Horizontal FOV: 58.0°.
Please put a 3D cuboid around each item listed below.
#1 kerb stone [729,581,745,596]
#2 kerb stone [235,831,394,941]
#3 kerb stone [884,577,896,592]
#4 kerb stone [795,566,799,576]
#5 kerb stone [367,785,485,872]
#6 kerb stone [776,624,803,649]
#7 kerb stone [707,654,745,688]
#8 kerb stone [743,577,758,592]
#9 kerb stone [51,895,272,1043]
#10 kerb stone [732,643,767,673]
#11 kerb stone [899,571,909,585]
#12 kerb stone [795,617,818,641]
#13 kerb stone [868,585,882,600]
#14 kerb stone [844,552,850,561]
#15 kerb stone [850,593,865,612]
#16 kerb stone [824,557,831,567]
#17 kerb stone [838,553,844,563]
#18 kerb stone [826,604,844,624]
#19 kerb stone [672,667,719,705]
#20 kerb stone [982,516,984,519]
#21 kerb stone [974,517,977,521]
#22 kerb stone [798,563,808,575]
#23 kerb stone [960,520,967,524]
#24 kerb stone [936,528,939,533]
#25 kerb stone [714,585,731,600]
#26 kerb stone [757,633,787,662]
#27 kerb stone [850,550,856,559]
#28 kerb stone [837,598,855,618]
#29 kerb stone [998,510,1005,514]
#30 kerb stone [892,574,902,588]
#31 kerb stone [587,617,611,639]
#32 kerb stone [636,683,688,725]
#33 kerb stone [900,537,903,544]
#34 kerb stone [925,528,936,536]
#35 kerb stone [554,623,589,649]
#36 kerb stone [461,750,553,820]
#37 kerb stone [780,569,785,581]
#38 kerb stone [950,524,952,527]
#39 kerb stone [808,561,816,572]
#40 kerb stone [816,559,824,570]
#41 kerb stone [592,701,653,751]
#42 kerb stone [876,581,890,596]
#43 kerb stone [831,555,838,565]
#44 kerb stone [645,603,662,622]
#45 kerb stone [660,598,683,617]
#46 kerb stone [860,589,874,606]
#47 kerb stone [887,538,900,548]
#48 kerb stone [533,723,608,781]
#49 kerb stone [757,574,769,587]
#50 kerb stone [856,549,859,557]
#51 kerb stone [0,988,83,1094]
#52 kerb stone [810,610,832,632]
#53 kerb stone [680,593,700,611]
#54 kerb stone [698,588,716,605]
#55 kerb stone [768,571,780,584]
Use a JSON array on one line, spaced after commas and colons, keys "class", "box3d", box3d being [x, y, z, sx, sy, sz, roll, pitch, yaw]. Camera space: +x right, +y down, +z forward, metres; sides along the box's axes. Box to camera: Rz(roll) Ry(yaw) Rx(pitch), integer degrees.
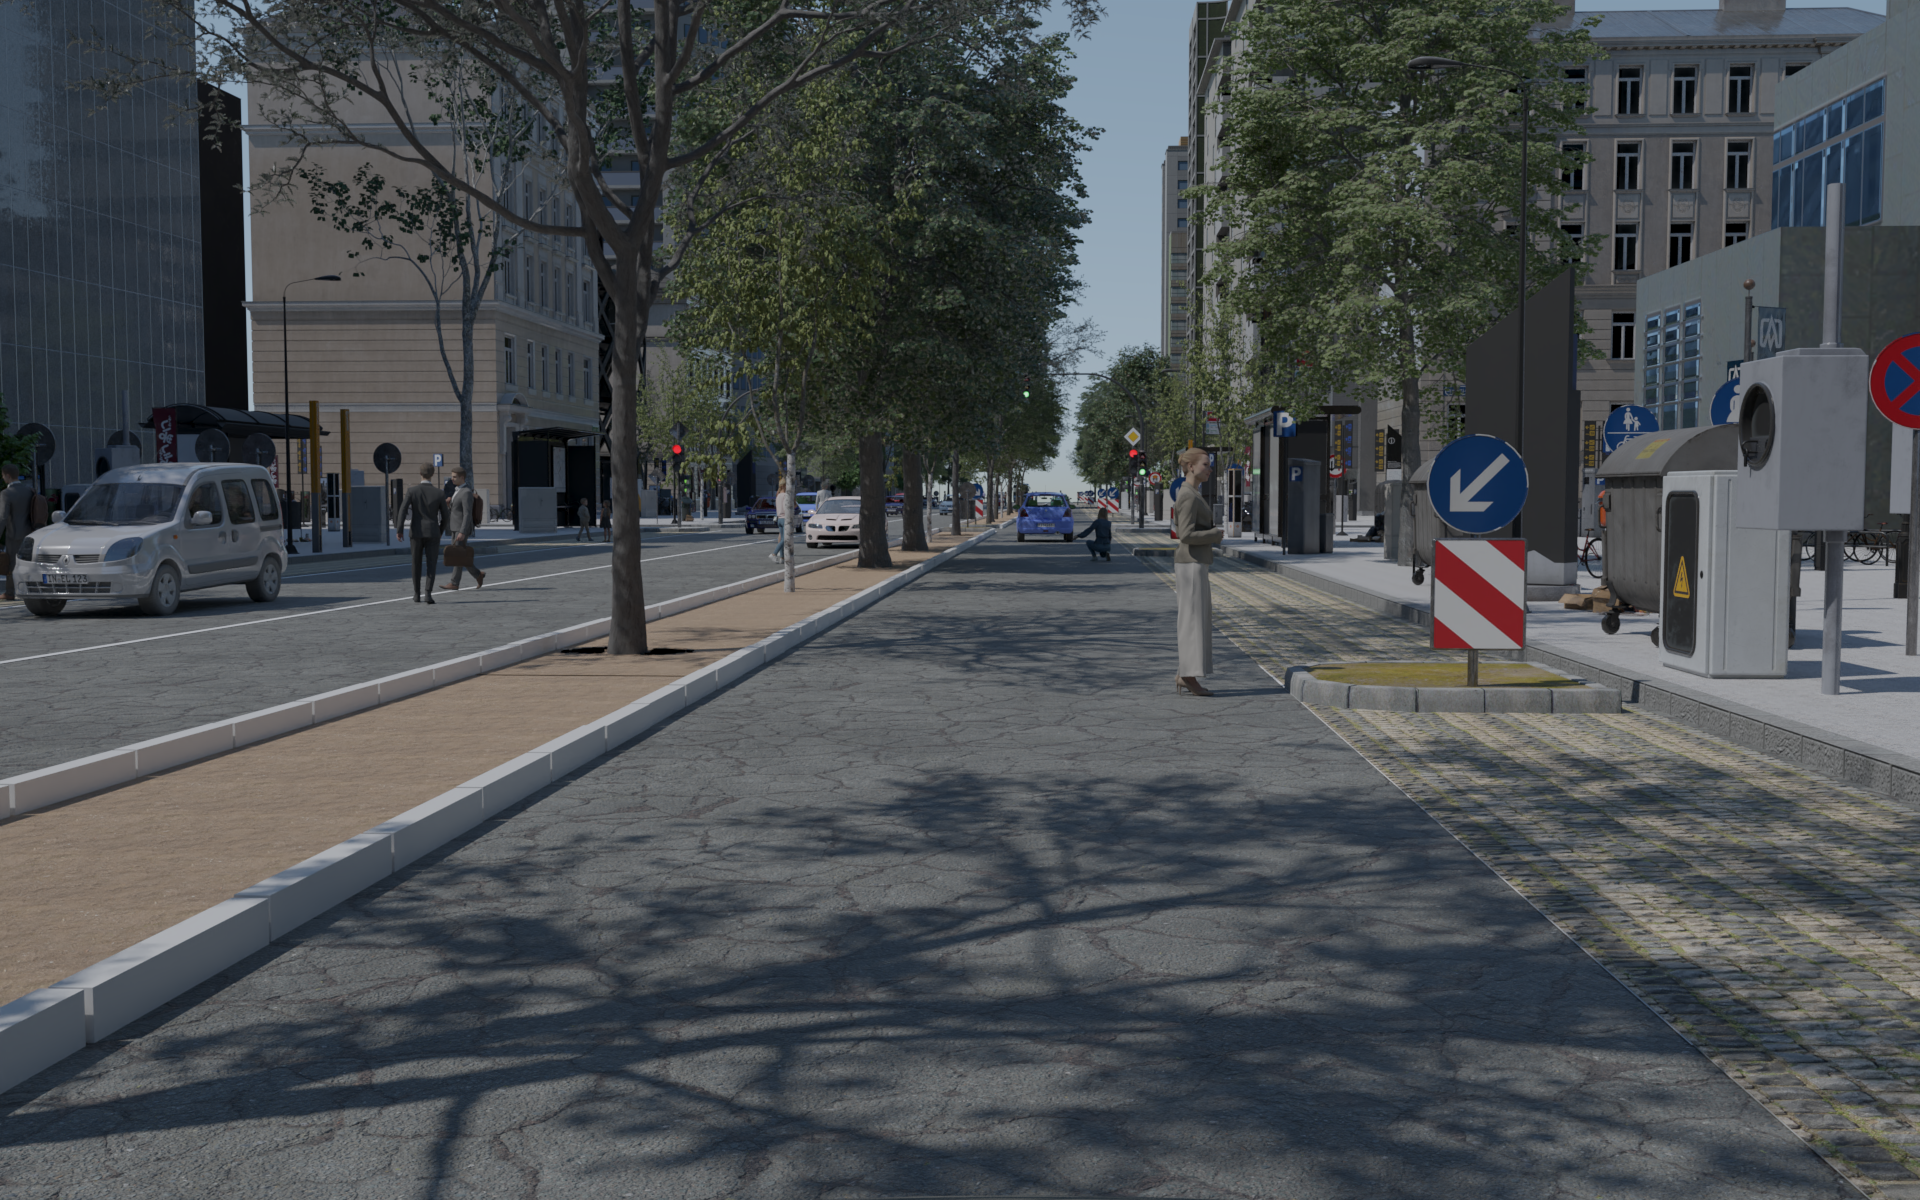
[{"class": "kerb stone", "box3d": [-3.235, -0.140, 24.539, 0.120, 0.150, 1.000, 0, 4, 3]}, {"class": "kerb stone", "box3d": [-2.234, 0.988, 6.040, 0.120, 0.150, 1.000, 0, 4, 3]}, {"class": "kerb stone", "box3d": [-1.081, -0.201, 25.477, 0.120, 0.150, 1.000, 0, 4, 3]}, {"class": "kerb stone", "box3d": [-2.932, -0.455, 29.669, 0.120, 0.150, 1.000, 0, 4, 3]}, {"class": "kerb stone", "box3d": [-2.172, 0.926, 7.060, 0.120, 0.150, 1.000, 0, 4, 3]}, {"class": "kerb stone", "box3d": [-1.633, 0.363, 16.257, 0.120, 0.150, 1.000, 0, 4, 3]}, {"class": "kerb stone", "box3d": [-1.808, 0.552, 13.195, 0.120, 0.150, 1.000, 0, 4, 3]}, {"class": "kerb stone", "box3d": [-3.170, -0.204, 25.560, 0.120, 0.150, 1.000, 0, 4, 3]}, {"class": "kerb stone", "box3d": [-2.289, 1.054, 5.016, 0.120, 0.150, 1.000, 0, 4, 3]}, {"class": "kerb stone", "box3d": [-1.755, 0.488, 14.216, 0.120, 0.150, 1.000, 0, 4, 3]}, {"class": "kerb stone", "box3d": [-0.961, -0.325, 27.521, 0.120, 0.150, 1.000, 0, 4, 3]}, {"class": "kerb stone", "box3d": [-1.570, 0.302, 17.279, 0.120, 0.150, 1.000, 0, 4, 3]}, {"class": "kerb stone", "box3d": [-1.205, -0.073, 23.431, 0.120, 0.150, 1.000, 0, 4, 3]}, {"class": "kerb stone", "box3d": [-2.504, -0.895, 36.834, 0.120, 0.150, 1.000, 0, 4, 3]}, {"class": "kerb stone", "box3d": [-1.318, 0.051, 21.384, 0.120, 0.150, 1.000, 0, 4, 3]}, {"class": "kerb stone", "box3d": [-2.687, -0.707, 33.761, 0.120, 0.150, 1.000, 0, 4, 3]}, {"class": "kerb stone", "box3d": [-2.568, -0.833, 35.814, 0.120, 0.150, 1.000, 0, 4, 3]}, {"class": "kerb stone", "box3d": [-1.444, 0.183, 19.320, 0.120, 0.150, 1.000, 0, 4, 3]}, {"class": "kerb stone", "box3d": [-1.874, 0.613, 12.172, 0.120, 0.150, 1.000, 0, 4, 3]}, {"class": "kerb stone", "box3d": [1.132, -4.624, 97.797, 0.120, 0.150, 1.000, 0, 4, 3]}, {"class": "kerb stone", "box3d": [0.694, -4.186, 90.636, 0.120, 0.150, 1.000, 0, 4, 3]}, {"class": "kerb stone", "box3d": [-2.867, -0.519, 30.689, 0.120, 0.150, 1.000, 0, 4, 3]}, {"class": "kerb stone", "box3d": [0.209, -3.678, 82.461, 0.120, 0.150, 1.000, 0, 4, 3]}, {"class": "kerb stone", "box3d": [-0.858, -2.587, 64.492, 0.120, 0.150, 1.000, 0, 4, 3]}, {"class": "kerb stone", "box3d": [-3.299, -0.081, 23.515, 0.120, 0.150, 1.000, 0, 4, 3]}, {"class": "kerb stone", "box3d": [-1.681, 0.428, 15.236, 0.120, 0.150, 1.000, 0, 4, 3]}, {"class": "kerb stone", "box3d": [-2.454, -0.954, 37.855, 0.120, 0.150, 1.000, 0, 4, 3]}, {"class": "kerb stone", "box3d": [-1.382, 0.113, 20.351, 0.120, 0.150, 1.000, 0, 4, 3]}, {"class": "kerb stone", "box3d": [3.196, -6.750, 132.563, 0.120, 0.150, 1.000, 0, 4, 3]}, {"class": "kerb stone", "box3d": [-1.027, -0.262, 26.501, 0.120, 0.150, 1.000, 0, 4, 3]}, {"class": "kerb stone", "box3d": [-3.663, 0.295, 17.377, 0.120, 0.150, 1.000, 0, 4, 3]}, {"class": "kerb stone", "box3d": [-1.938, 0.680, 11.152, 0.120, 0.150, 1.000, 0, 4, 3]}, {"class": "kerb stone", "box3d": [-1.778, -1.646, 49.107, 0.120, 0.150, 1.000, 0, 4, 3]}, {"class": "kerb stone", "box3d": [-1.042, -2.394, 61.414, 0.120, 0.150, 1.000, 0, 4, 3]}, {"class": "kerb stone", "box3d": [-3.719, 0.358, 16.346, 0.120, 0.150, 1.000, 0, 4, 3]}, {"class": "kerb stone", "box3d": [-2.118, 0.863, 8.086, 0.120, 0.150, 1.000, 0, 4, 3]}, {"class": "kerb stone", "box3d": [-2.993, -0.394, 28.636, 0.120, 0.150, 1.000, 0, 4, 3]}, {"class": "kerb stone", "box3d": [-0.219, -3.247, 75.301, 0.120, 0.150, 1.000, 0, 4, 3]}, {"class": "kerb stone", "box3d": [-2.813, -0.582, 31.710, 0.120, 0.150, 1.000, 0, 4, 3]}, {"class": "kerb stone", "box3d": [-2.745, -0.641, 32.730, 0.120, 0.150, 1.000, 0, 4, 3]}, {"class": "kerb stone", "box3d": [-1.991, 0.743, 10.130, 0.120, 0.150, 1.000, 0, 4, 3]}, {"class": "kerb stone", "box3d": [-1.136, -0.137, 24.456, 0.120, 0.150, 1.000, 0, 4, 3]}, {"class": "kerb stone", "box3d": [-2.631, -0.770, 34.791, 0.120, 0.150, 1.000, 0, 4, 3]}, {"class": "kerb stone", "box3d": [-3.551, 0.169, 19.426, 0.120, 0.150, 1.000, 0, 4, 3]}, {"class": "kerb stone", "box3d": [-3.475, 0.107, 20.446, 0.120, 0.150, 1.000, 0, 4, 3]}, {"class": "kerb stone", "box3d": [-1.261, -0.010, 22.410, 0.120, 0.150, 1.000, 0, 4, 3]}, {"class": "kerb stone", "box3d": [-1.845, -1.584, 48.087, 0.120, 0.150, 1.000, 0, 4, 3]}, {"class": "kerb stone", "box3d": [-2.058, 0.800, 9.110, 0.120, 0.150, 1.000, 0, 4, 3]}, {"class": "kerb stone", "box3d": [-3.117, -0.269, 26.588, 0.120, 0.150, 1.000, 0, 4, 3]}, {"class": "kerb stone", "box3d": [-2.386, -1.021, 38.883, 0.120, 0.150, 1.000, 0, 4, 3]}, {"class": "kerb stone", "box3d": [-2.358, 1.113, 3.996, 0.120, 0.150, 1.000, 0, 4, 3]}, {"class": "kerb stone", "box3d": [-1.505, 0.238, 18.300, 0.120, 0.150, 1.000, 0, 4, 3]}, {"class": "kerb stone", "box3d": [-3.417, 0.044, 21.470, 0.120, 0.150, 1.000, 0, 4, 3]}, {"class": "kerb stone", "box3d": [-3.361, -0.018, 22.495, 0.120, 0.150, 1.000, 0, 4, 3]}, {"class": "kerb stone", "box3d": [-3.057, -0.331, 27.615, 0.120, 0.150, 1.000, 0, 4, 3]}]
